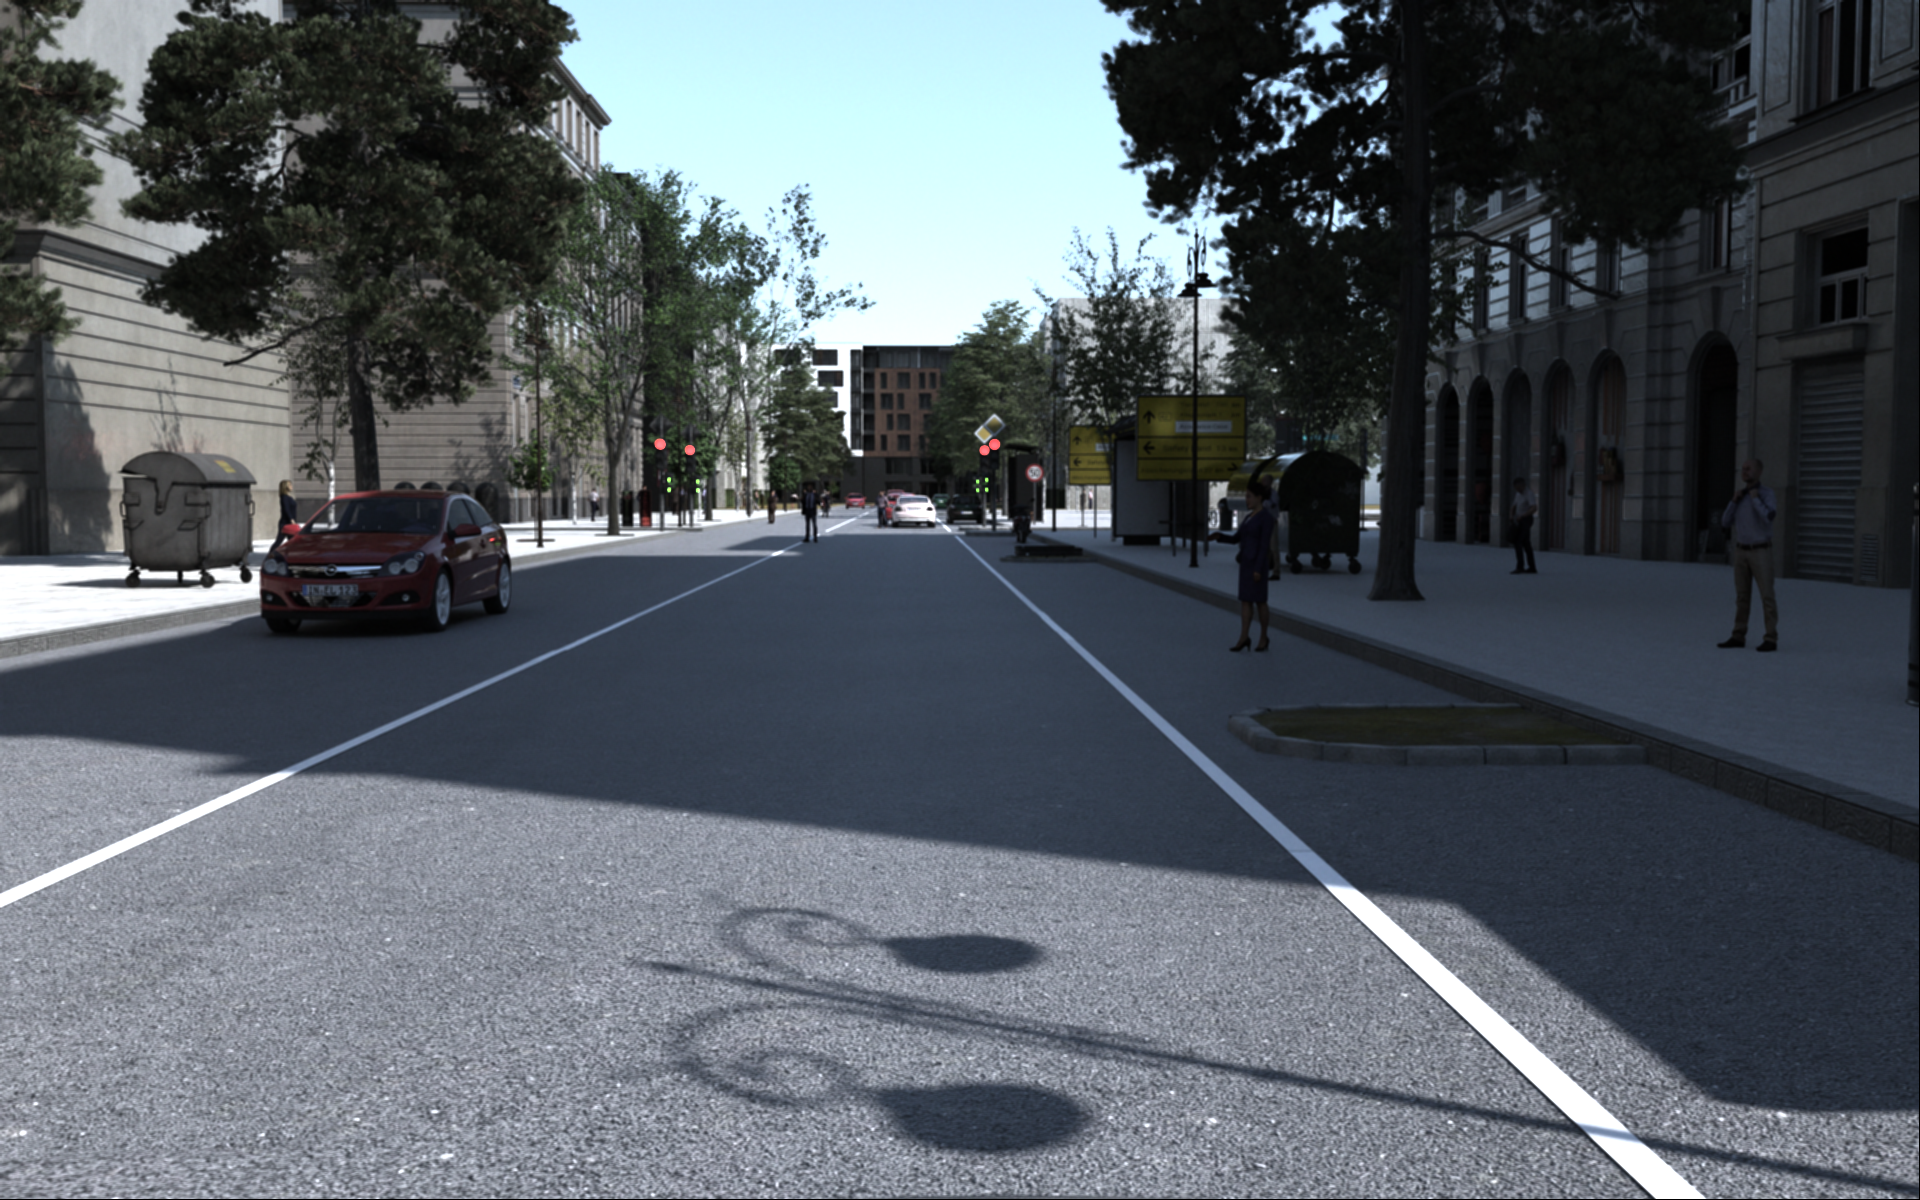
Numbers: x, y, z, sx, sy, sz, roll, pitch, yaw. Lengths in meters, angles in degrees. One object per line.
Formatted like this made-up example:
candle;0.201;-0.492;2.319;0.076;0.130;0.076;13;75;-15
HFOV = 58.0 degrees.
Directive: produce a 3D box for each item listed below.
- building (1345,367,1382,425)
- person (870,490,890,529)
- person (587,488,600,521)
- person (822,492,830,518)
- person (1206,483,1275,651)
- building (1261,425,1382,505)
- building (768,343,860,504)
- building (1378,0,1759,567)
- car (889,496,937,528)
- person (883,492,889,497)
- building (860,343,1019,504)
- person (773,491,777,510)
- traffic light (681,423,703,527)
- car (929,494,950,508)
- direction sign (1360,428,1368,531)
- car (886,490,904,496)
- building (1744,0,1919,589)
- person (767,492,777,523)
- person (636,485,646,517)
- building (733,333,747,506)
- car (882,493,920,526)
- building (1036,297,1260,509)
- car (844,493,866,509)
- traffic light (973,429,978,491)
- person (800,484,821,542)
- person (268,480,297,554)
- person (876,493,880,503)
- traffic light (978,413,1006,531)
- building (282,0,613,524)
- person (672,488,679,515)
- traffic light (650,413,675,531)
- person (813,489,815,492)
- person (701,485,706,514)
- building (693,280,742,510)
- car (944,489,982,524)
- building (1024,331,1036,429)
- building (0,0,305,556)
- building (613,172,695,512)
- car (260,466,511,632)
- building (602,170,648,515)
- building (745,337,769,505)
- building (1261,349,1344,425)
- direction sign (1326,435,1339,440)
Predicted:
building;58.496;-23.785;245.298;11.380;20.091;16.016;0;4;-2
person;-3.261;-3.760;71.942;0.963;1.587;0.435;2;4;25
person;-17.225;-4.467;81.289;0.614;1.554;0.590;2;4;24
person;-8.133;-5.763;104.934;0.471;1.553;0.569;-1;4;-9
person;2.581;-0.296;15.710;0.546;1.535;0.453;-3;5;-41
building;45.801;-16.323;209.030;28.070;9.664;9.099;0;4;-2
building;-29.920;-24.670;247.333;32.646;21.610;27.936;0;4;-2
building;18.772;-12.116;39.903;13.314;21.916;24.055;0;4;-2
car;-2.030;-3.825;74.907;2.083;1.381;4.827;0;4;-3
person;-6.039;-7.914;138.694;0.742;1.727;0.445;-1;4;-19
building;2.699;-24.755;248.726;32.646;21.610;27.936;0;4;-2
person;-13.849;-7.368;128.720;0.569;1.553;0.471;0;4;-7
traffic light;-10.429;-4.773;67.287;0.839;4.213;0.868;0;4;-2
car;-1.623;-8.502;150.803;2.131;1.459;4.920;0;4;0
direction sign;13.985;-4.161;60.037;0.379;3.537;0.876;2;4;26
car;-5.758;-8.896;154.118;2.281;1.827;5.304;0;4;-3
building;20.120;-10.985;12.892;16.112;22.955;30.059;0;4;-2
person;-9.149;-4.499;84.329;0.482;1.546;0.388;1;4;21
person;-15.116;-4.656;82.868;0.504;1.737;0.576;3;5;42
building;-30.161;-19.816;180.417;16.016;20.091;11.380;0;4;-2
car;-2.700;-4.344;80.059;2.155;1.783;4.494;0;4;-1
building;17.011;-18.222;164.386;16.747;18.905;31.486;0;4;-2
car;-10.043;-9.601;166.018;2.155;1.783;4.494;0;4;-3
traffic light;0.927;-4.794;67.632;0.839;4.213;0.868;0;4;-2
person;-4.453;-2.575;51.430;0.655;1.722;0.431;1;4;20
person;-11.306;-1.242;28.892;0.613;1.512;0.480;-2;4;-27
person;-5.587;-6.786;122.151;0.574;1.496;0.600;2;4;26
traffic light;1.158;-4.306;59.650;0.839;4.213;0.868;0;4;-2
building;-25.562;-17.682;86.365;12.463;27.353;25.104;0;4;-2
person;-17.219;-6.028;105.284;0.565;1.739;0.600;0;4;-4
traffic light;-10.198;-4.285;59.306;0.839;4.213;0.868;0;4;-2
person;-8.888;-5.812;104.447;0.530;1.710;0.541;1;4;12
person;-16.386;-6.464;111.589;0.709;1.838;0.599;-2;4;-30
building;-29.999;-17.885;158.871;16.747;18.905;31.486;0;4;-2
car;0.248;-4.513;83.573;2.009;1.686;4.222;0;4;-2
building;16.346;-20.144;195.807;16.747;18.905;31.486;0;4;-2
building;-33.375;-12.775;42.149;30.059;22.955;16.112;0;4;-2
building;-26.825;-18.226;127.678;12.332;23.373;15.834;0;4;-2
car;-6.297;-0.628;19.301;2.155;1.783;4.494;0;4;-2
building;-26.330;-17.164;109.508;11.050;23.489;19.941;0;4;-2
building;-38.722;-20.509;201.784;31.486;18.905;16.747;0;4;-2
building;35.866;-24.818;249.741;32.646;21.610;27.936;0;4;-2
direction sign;13.719;-4.919;69.189;2.525;3.948;1.411;2;4;24
